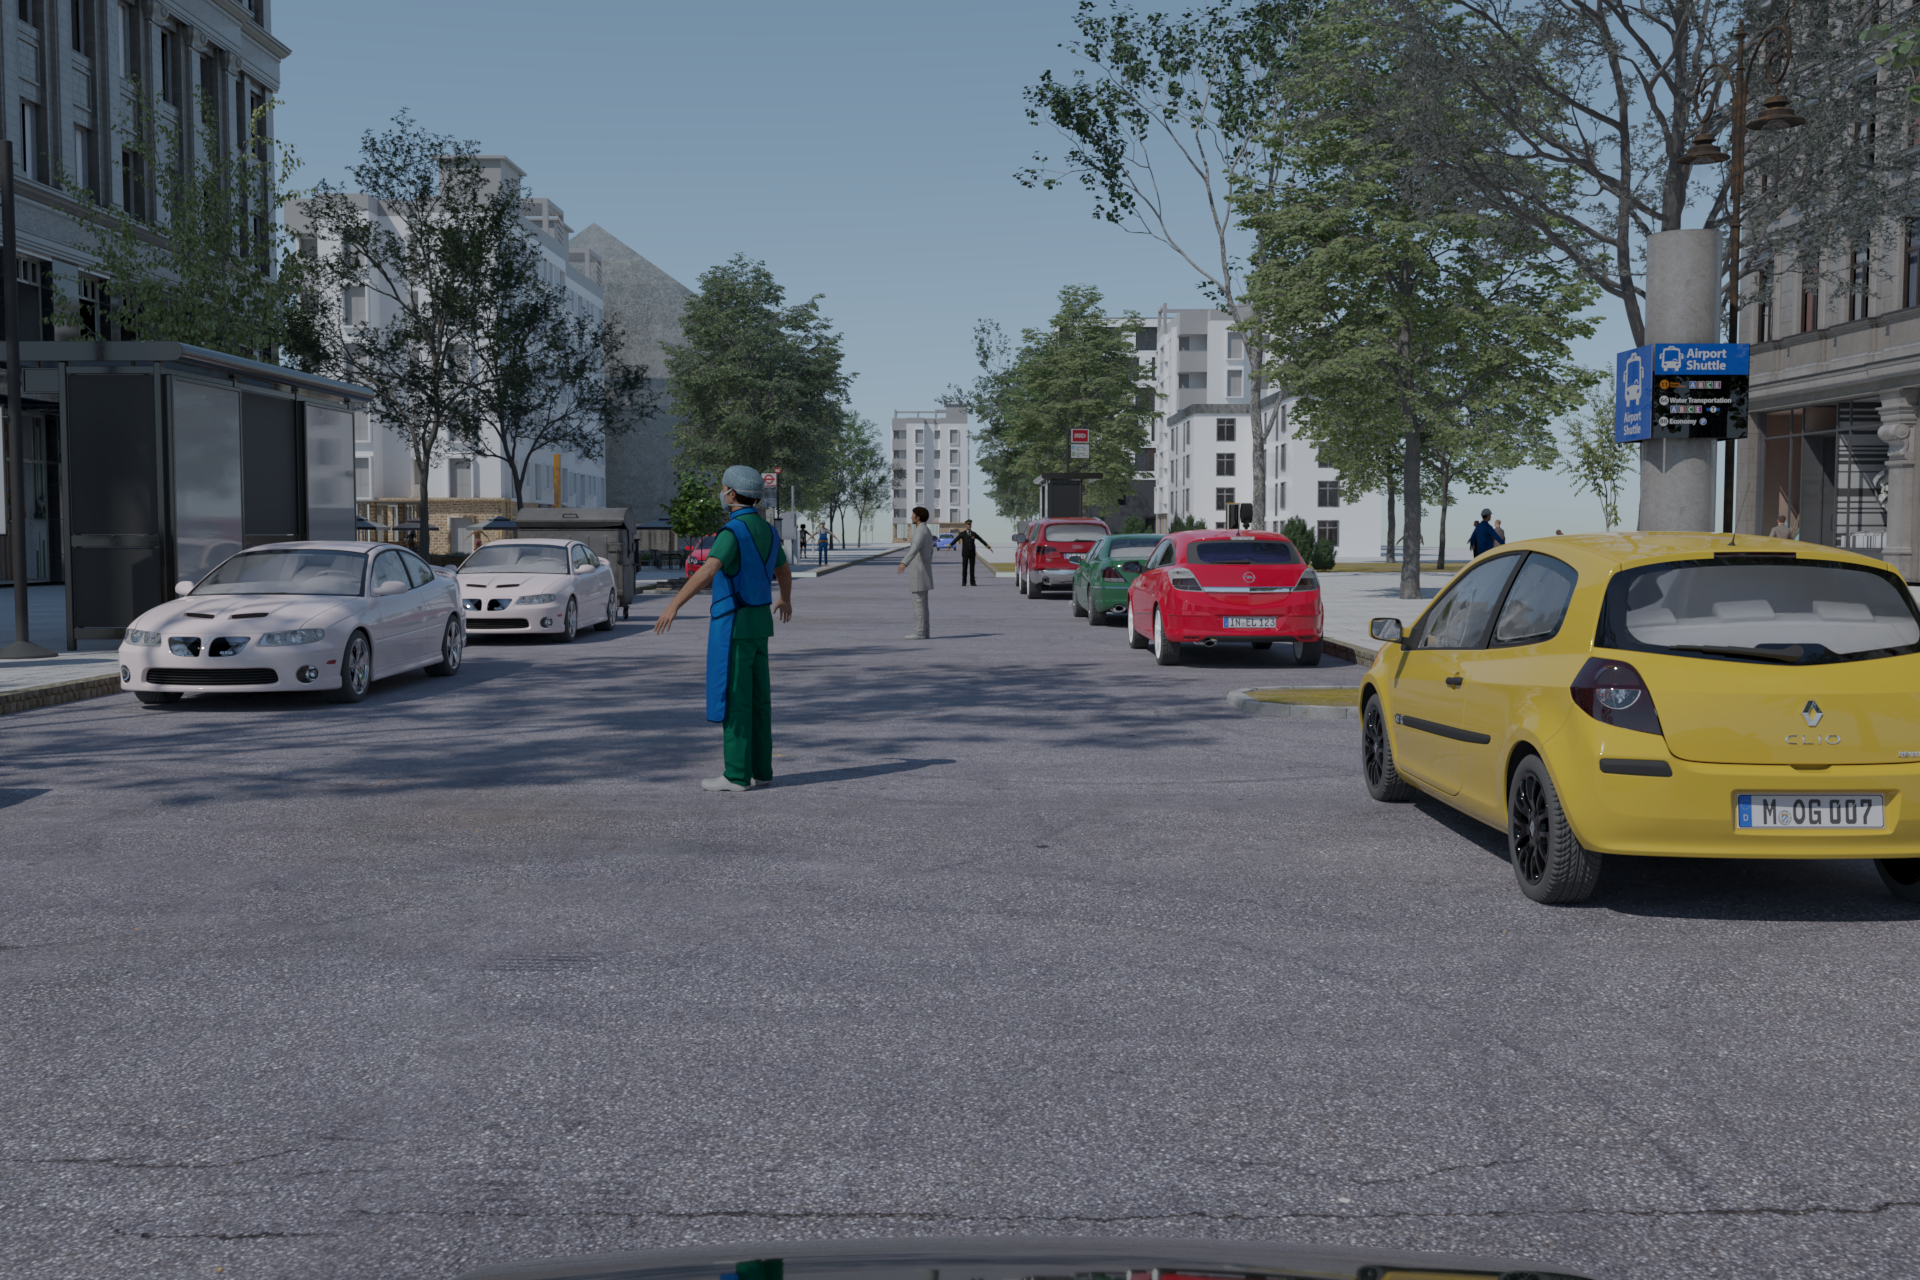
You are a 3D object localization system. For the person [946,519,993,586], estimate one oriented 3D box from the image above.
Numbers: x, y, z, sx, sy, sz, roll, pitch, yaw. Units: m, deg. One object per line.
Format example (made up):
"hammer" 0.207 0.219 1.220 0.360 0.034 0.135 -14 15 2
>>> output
"person" 0.246 -2.401 47.656 1.347 1.837 0.705 -1 4 -12

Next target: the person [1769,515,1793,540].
"person" 20.771 -2.283 43.896 0.617 1.759 0.750 1 4 19

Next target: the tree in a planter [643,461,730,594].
"tree in a planter" -6.568 -2.748 42.156 1.991 3.239 1.994 0 4 0

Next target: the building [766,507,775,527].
"building" -30.161 -21.797 187.315 19.493 23.208 18.063 0 4 -1

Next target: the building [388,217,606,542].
"building" -29.044 -15.194 104.840 16.016 20.090 11.380 0 4 0

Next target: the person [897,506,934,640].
"person" -0.569 -0.917 23.631 0.705 1.806 1.347 1 4 14

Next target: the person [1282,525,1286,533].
"person" 17.358 -5.247 91.913 0.705 1.813 1.348 -3 4 -38

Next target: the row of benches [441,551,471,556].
"row of benches" -16.659 -2.818 61.531 4.104 0.672 1.422 2 4 27

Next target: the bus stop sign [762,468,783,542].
"bus stop sign" -7.518 -4.942 69.510 0.855 3.939 0.416 0 4 1

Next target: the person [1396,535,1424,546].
"person" 14.443 -2.984 55.547 0.721 1.744 1.215 -2 4 -29

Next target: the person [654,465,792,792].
"person" -1.250 -0.072 9.759 0.704 1.817 1.347 2 4 24

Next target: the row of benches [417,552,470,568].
"row of benches" -17.864 -2.598 57.948 4.104 0.672 1.422 2 4 29

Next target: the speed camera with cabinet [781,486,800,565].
"speed camera with cabinet" -7.042 -4.743 71.891 0.660 3.252 2.038 0 4 1

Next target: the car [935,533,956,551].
"car" -1.167 -8.604 150.265 1.945 1.707 3.694 0 4 -1

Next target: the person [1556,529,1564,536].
"person" 19.027 -2.776 54.661 0.421 1.427 0.697 -1 4 -15

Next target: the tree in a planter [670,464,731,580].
"tree in a planter" -6.637 -2.887 44.432 1.991 3.239 1.994 0 3 0

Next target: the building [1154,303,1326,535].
"building" 21.225 -17.499 142.520 16.016 20.090 11.380 0 4 -1

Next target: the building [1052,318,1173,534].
"building" 23.317 -20.542 179.837 27.936 21.610 32.646 0 3 0

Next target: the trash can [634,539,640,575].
"trash can" -10.474 -2.642 54.854 0.748 1.137 0.748 0 3 0

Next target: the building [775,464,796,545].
"building" -26.052 -21.617 209.855 16.016 20.090 11.380 0 4 0

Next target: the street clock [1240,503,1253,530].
"street clock" 6.669 -2.190 40.371 0.358 2.002 0.471 0 4 -1

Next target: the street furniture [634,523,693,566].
"street furniture" -14.568 -3.980 71.931 11.010 1.723 9.812 1 4 14

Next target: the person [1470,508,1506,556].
"person" 11.499 -1.954 37.820 0.705 1.842 1.347 -1 4 -19

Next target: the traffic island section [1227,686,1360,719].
"traffic island section" 3.273 0.518 14.397 1.991 0.108 1.994 0 4 -1

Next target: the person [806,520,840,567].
"person" -5.408 -3.827 68.432 1.347 1.847 0.705 0 4 -7

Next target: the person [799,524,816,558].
"person" -8.261 -5.210 91.323 1.345 1.843 0.704 1 4 10

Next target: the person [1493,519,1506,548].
"person" 17.458 -3.051 56.473 0.990 1.755 0.434 -2 4 -35

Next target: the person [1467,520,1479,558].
"person" 19.694 -3.665 66.142 0.704 1.802 1.346 3 4 36

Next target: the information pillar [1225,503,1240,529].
"information pillar" 6.447 -2.231 40.970 0.304 2.012 0.304 0 3 0

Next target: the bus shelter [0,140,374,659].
"bus shelter" -9.472 -2.611 20.318 2.179 5.291 8.768 0 4 1

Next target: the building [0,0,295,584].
"building" -28.364 -16.246 45.218 16.754 29.471 25.880 0 4 -1

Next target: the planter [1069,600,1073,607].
"planter" 3.188 -0.823 34.601 1.991 0.319 1.994 0 4 -1

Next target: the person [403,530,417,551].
"person" -24.475 -4.304 77.084 0.721 1.740 1.216 -3 5 -40

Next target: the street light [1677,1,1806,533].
"street light" 7.021 -2.627 15.738 0.468 5.910 1.993 0 4 -1

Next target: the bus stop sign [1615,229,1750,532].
"bus stop sign" 6.363 -1.609 15.326 0.837 3.901 0.837 0 4 0

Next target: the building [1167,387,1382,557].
"building" 19.505 -10.377 111.811 9.099 9.664 28.070 0 4 0

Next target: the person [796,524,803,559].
"person" -8.296 -4.997 87.970 0.705 1.796 1.348 -1 4 -22

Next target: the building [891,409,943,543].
"building" -9.630 -24.127 253.358 11.380 20.090 16.016 -1 4 -9

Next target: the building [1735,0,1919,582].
"building" 27.253 -12.198 49.400 10.553 20.879 40.483 0 4 0

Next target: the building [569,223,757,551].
"building" -25.934 -18.400 131.776 19.493 23.208 18.063 0 4 -1

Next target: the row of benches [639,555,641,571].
"row of benches" -12.882 -2.667 59.073 4.104 0.672 1.422 -3 4 -37

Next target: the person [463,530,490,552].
"person" -21.301 -4.256 76.396 1.217 1.733 0.721 -2 4 -35

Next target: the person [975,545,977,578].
"person" 0.487 -2.738 56.484 0.599 1.433 0.991 0 4 -3

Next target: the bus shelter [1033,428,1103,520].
"bus shelter" 3.843 -5.239 63.286 2.179 5.291 8.768 0 4 0

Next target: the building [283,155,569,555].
"building" -27.655 -14.158 87.903 16.016 20.090 11.380 0 4 -1

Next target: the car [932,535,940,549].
"car" -2.804 -9.298 164.600 1.945 1.354 3.894 0 3 0
